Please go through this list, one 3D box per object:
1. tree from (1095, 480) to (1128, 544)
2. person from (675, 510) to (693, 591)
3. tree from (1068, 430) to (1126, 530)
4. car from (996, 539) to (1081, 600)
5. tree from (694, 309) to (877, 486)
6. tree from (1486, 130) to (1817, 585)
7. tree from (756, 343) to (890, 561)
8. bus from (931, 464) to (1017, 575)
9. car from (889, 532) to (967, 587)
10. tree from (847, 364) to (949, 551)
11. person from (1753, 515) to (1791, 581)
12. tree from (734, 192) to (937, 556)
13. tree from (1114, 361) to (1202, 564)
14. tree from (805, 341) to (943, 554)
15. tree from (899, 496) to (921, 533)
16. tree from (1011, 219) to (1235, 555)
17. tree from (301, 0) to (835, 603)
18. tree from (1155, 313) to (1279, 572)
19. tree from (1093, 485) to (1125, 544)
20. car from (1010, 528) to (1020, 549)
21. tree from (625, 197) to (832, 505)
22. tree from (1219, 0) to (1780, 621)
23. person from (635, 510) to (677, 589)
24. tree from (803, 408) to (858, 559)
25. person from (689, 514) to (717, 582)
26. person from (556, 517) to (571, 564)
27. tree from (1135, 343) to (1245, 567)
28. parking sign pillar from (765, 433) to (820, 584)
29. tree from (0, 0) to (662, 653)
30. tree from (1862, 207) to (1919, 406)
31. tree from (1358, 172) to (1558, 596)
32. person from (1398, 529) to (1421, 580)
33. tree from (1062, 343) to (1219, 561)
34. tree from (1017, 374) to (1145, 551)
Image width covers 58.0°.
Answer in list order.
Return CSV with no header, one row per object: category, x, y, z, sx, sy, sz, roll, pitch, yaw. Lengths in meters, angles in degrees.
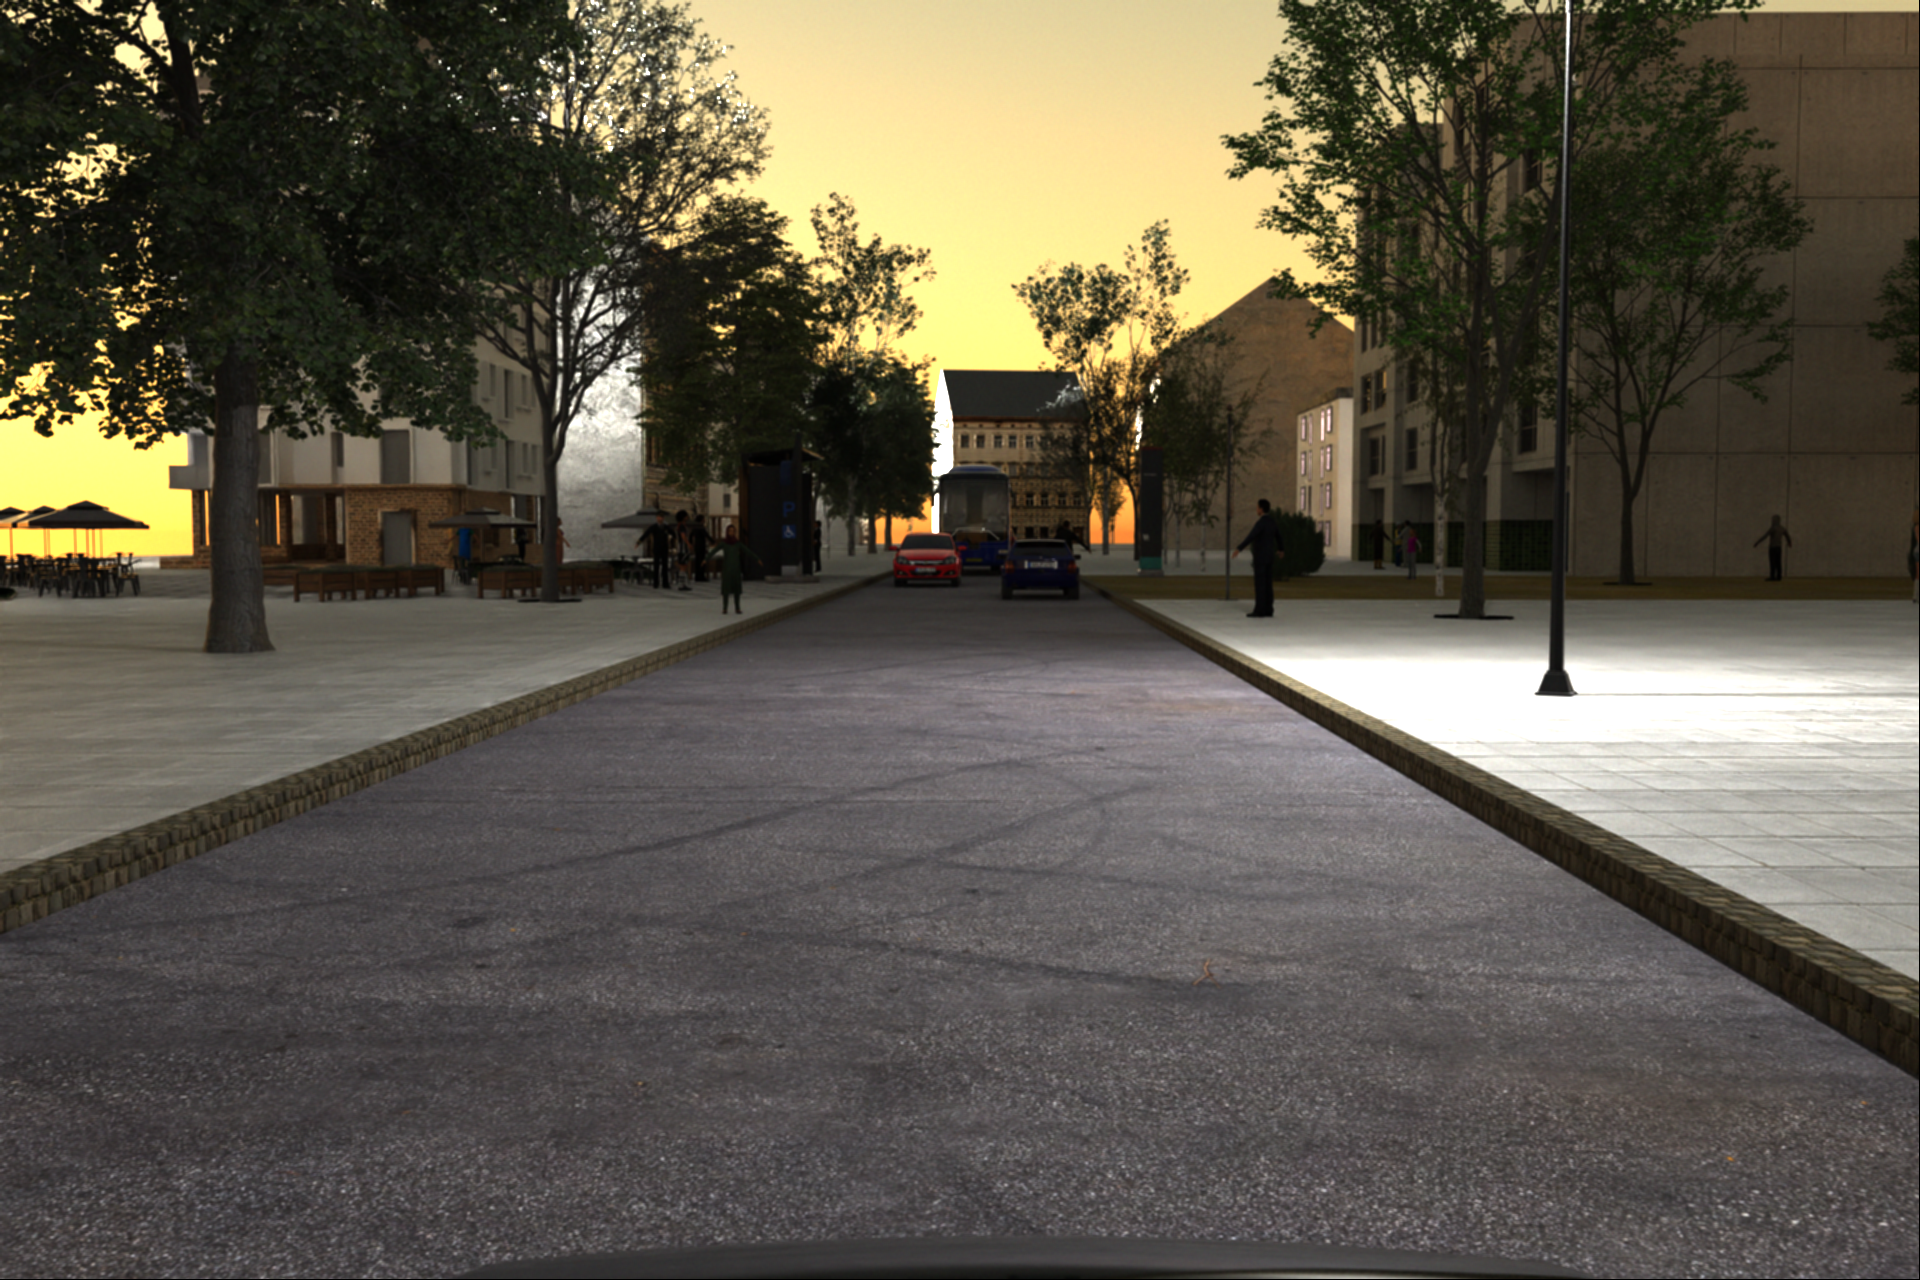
tree,20.183,-17.091,229.805,4.737,8.622,4.395,0,3,0
person,-6.256,-2.028,39.297,0.704,1.843,1.345,-1,4,-16
tree,9.968,-10.204,117.193,4.360,8.622,3.978,0,3,0
car,1.786,-1.630,39.226,1.945,1.354,3.894,0,4,1
tree,-6.850,-8.375,71.347,7.601,10.594,8.767,2,4,29
tree,17.033,-7.208,43.606,9.928,11.665,9.643,0,3,0
tree,-7.114,-9.011,81.740,8.767,10.594,7.601,2,4,24
bus,0.590,-4.459,64.444,2.896,3.916,12.251,0,4,1
car,-0.879,-2.402,48.308,2.155,1.783,4.494,0,4,1
tree,-5.401,-13.688,130.455,9.857,13.997,8.962,0,3,0
person,22.296,-2.525,47.405,1.348,1.813,0.705,-1,4,-22
tree,-7.314,-14.872,99.051,12.611,20.169,13.585,0,3,0
tree,8.787,-7.524,73.378,4.360,8.622,3.978,0,3,0
tree,-5.865,-12.644,113.387,9.857,13.997,8.962,0,3,0
tree,-6.641,-17.033,228.843,4.737,8.622,4.395,0,3,0
tree,9.742,-15.225,104.824,12.611,20.169,13.585,0,3,0
tree,-7.618,-7.456,32.276,12.009,13.543,11.850,0,3,0
tree,8.038,-6.622,58.625,4.360,8.622,3.978,0,3,0
tree,19.934,-16.783,224.771,4.360,8.622,3.978,0,3,0
car,1.816,-4.682,85.229,2.281,1.827,5.304,0,4,0
tree,-7.684,-8.612,58.928,7.486,12.596,7.792,0,3,0
tree,7.953,-6.130,25.976,9.928,11.665,9.643,0,3,0
person,-7.043,-2.132,40.799,1.347,1.837,0.705,-2,4,-30
tree,-6.774,-8.523,89.714,4.360,8.622,3.978,0,3,0
person,-6.944,-2.464,46.468,0.705,1.806,1.347,-3,5,-42
person,-10.604,-2.401,46.058,0.721,1.733,1.217,-2,4,-30
tree,8.542,-7.118,66.744,4.737,8.622,4.395,0,3,0
parking sign pillar,-4.417,-3.487,45.486,1.447,3.967,1.447,0,4,1
tree,-7.917,-6.850,18.652,9.857,13.997,8.962,0,3,0
tree,28.982,-7.430,47.229,9.928,11.665,9.643,0,3,0
tree,9.680,-5.212,35.582,4.360,8.622,3.978,0,3,0
person,12.651,-2.410,48.675,0.599,1.433,0.991,-2,4,-24
tree,8.740,-9.145,83.932,8.767,10.594,7.601,2,4,26
tree,9.764,-13.517,131.372,12.009,13.543,11.850,0,3,0
